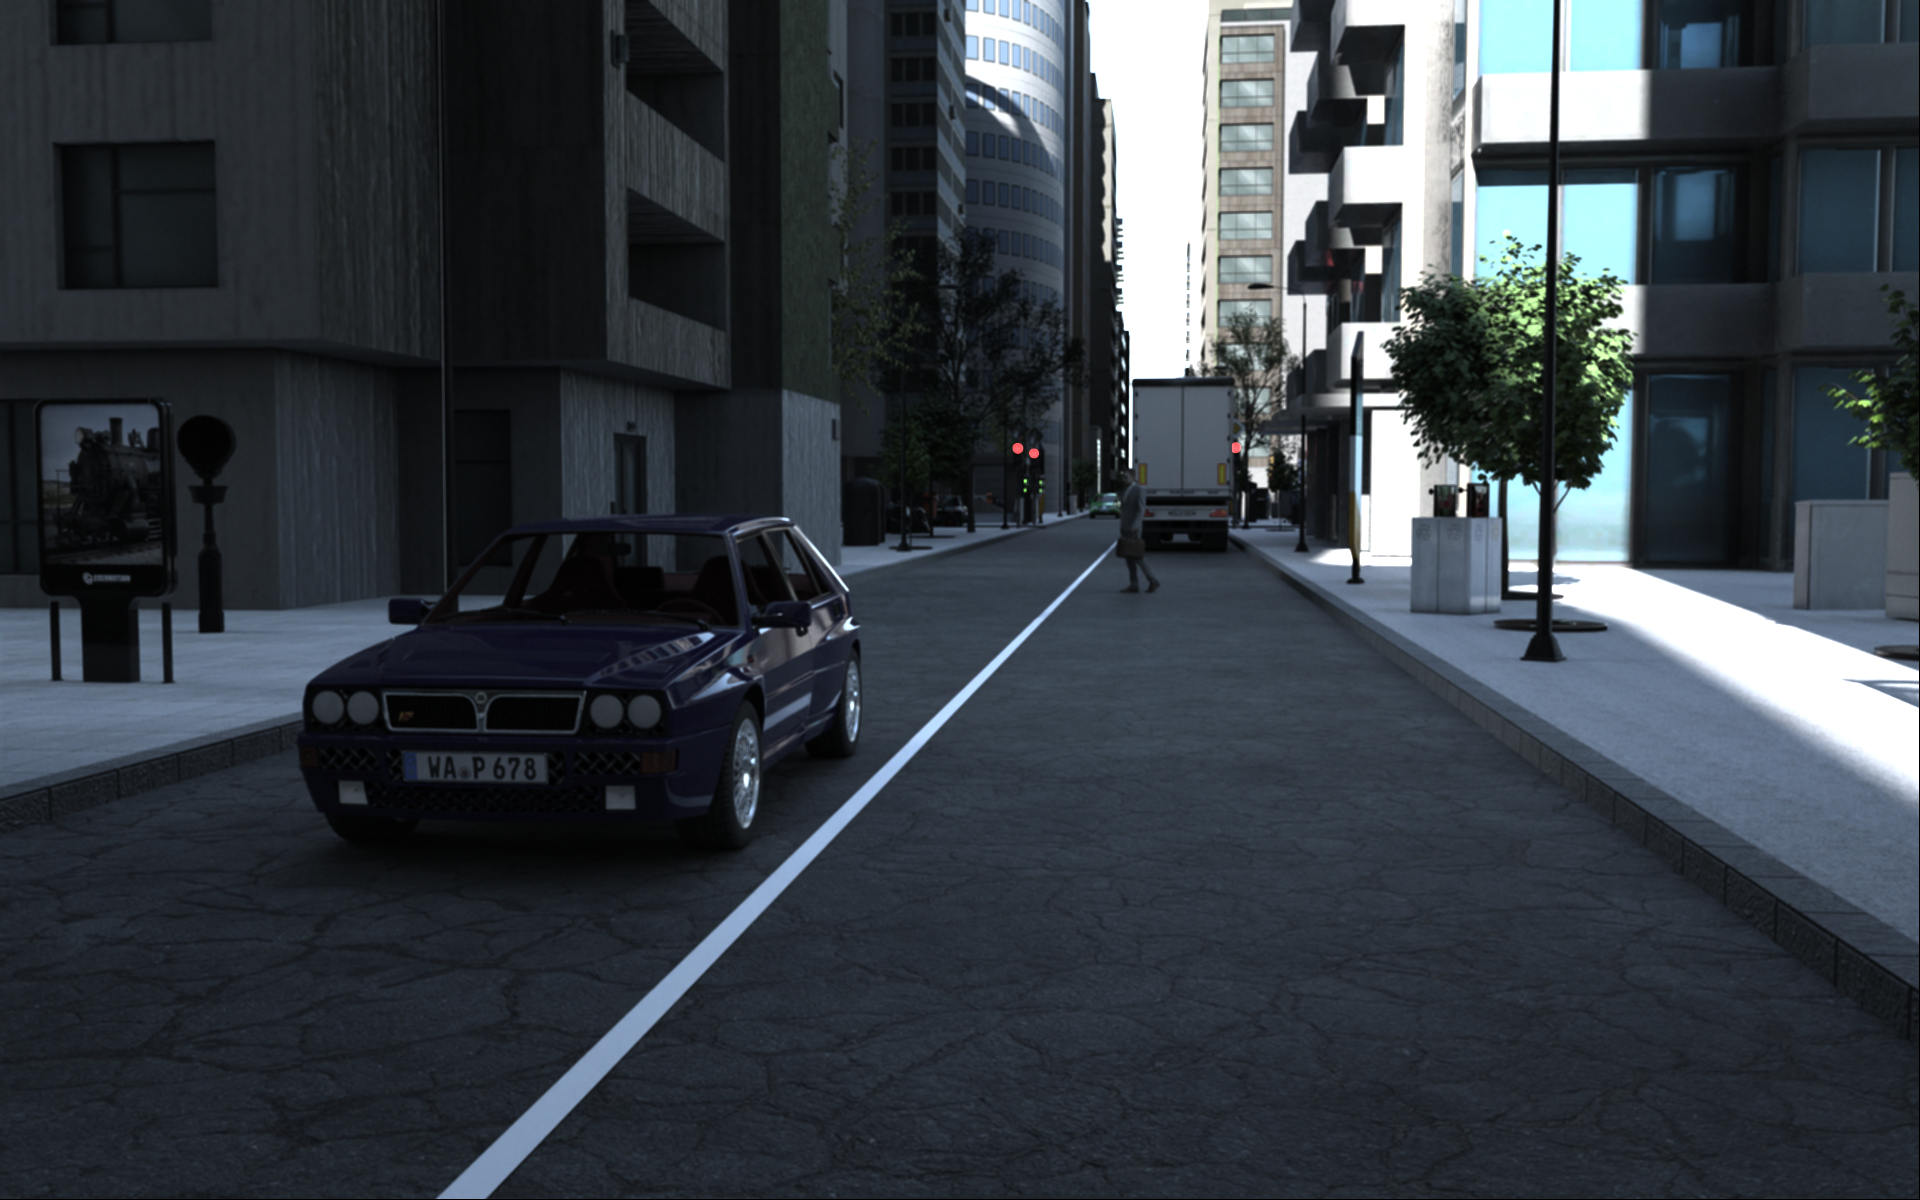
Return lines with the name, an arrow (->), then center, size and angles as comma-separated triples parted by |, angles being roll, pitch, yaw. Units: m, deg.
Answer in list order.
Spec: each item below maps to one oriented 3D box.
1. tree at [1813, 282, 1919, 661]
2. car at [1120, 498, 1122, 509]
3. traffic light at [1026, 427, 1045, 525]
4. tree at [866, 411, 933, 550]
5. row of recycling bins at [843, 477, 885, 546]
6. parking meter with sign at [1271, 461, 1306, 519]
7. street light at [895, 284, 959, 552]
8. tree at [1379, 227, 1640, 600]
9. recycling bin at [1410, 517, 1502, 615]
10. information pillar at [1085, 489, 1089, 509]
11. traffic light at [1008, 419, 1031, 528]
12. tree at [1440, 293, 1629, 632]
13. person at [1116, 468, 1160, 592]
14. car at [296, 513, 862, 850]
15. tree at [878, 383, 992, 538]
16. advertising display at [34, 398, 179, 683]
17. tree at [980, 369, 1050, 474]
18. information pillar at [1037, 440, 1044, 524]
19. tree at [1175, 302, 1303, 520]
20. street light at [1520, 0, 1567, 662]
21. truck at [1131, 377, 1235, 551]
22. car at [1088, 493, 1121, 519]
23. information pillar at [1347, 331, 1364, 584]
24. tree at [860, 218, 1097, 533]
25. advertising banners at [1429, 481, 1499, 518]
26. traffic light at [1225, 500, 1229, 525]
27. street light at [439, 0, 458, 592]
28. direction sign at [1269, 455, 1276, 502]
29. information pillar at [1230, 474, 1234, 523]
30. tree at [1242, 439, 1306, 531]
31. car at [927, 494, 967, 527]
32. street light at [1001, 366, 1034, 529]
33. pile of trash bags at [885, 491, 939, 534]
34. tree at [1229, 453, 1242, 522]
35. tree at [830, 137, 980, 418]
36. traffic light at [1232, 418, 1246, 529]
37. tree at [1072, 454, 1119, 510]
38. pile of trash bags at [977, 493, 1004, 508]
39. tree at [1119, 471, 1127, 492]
tree -> 7.786, -1.148, 13.376 | 1.663, 3.219, 1.824 | 0, 3, 0
car -> 16.041, -9.228, 162.873 | 2.014, 1.417, 4.499 | 1, 4, 9
traffic light -> 3.145, -5.121, 72.656 | 0.839, 4.253, 0.868 | 0, 4, 7
tree -> -1.108, -2.803, 40.437 | 1.663, 3.219, 1.824 | 0, 3, 0
row of recycling bins -> -2.476, -2.282, 44.423 | 1.069, 1.692, 3.534 | 0, 4, 1
parking meter with sign -> 17.225, -5.792, 90.961 | 1.738, 3.016, 0.543 | 2, 4, 32
street light -> -0.718, -4.030, 38.437 | 1.470, 5.913, 1.316 | 0, 4, 7
tree -> 6.864, -2.317, 21.591 | 4.285, 4.588, 4.351 | 0, 3, 0
recycling bin -> 5.377, -0.380, 18.770 | 0.722, 1.027, 0.722 | -3, 5, -44
information pillar -> 10.841, -8.755, 147.636 | 0.304, 2.012, 0.304 | 0, 4, -4
traffic light -> 2.205, -4.636, 64.727 | 0.839, 4.253, 0.868 | 0, 4, 7
tree -> 5.709, -1.345, 16.589 | 1.663, 3.219, 1.824 | 0, 3, 0
person -> 2.504, -1.015, 25.223 | 0.853, 1.813, 0.709 | -2, 4, -32
car -> -1.568, 0.264, 8.272 | 1.945, 1.354, 3.894 | 0, 4, 6
tree -> -0.762, -4.132, 51.267 | 4.285, 4.588, 4.351 | 0, 3, 0
advertising display -> -5.800, -0.402, 11.783 | 0.974, 1.923, 0.123 | 1, 4, 10
tree -> 2.816, -9.115, 99.389 | 4.737, 8.622, 4.395 | 0, 3, 0
information pillar -> 3.544, -5.140, 75.387 | 0.183, 3.616, 0.504 | -1, 4, -17
tree -> 13.758, -9.226, 85.261 | 8.767, 10.594, 7.601 | 0, 4, 7
street light -> 3.976, -2.492, 13.285 | 1.470, 5.913, 1.316 | 0, 4, 7
truck -> 6.015, -3.562, 47.160 | 2.839, 4.237, 11.283 | 0, 4, 7
car -> 8.579, -5.713, 102.209 | 1.959, 1.807, 4.718 | 0, 4, 6
information pillar -> 5.656, -2.041, 24.727 | 0.183, 3.616, 0.504 | 2, 4, 24
tree -> 0.462, -7.546, 57.788 | 8.767, 10.594, 7.601 | 1, 4, 10
advertising banners -> 7.435, -1.756, 24.900 | 2.074, 3.025, 0.090 | -3, 4, -37
traffic light -> 11.053, -5.065, 71.738 | 0.839, 4.253, 0.868 | 0, 4, 7
street light -> -3.711, -2.551, 14.253 | 1.470, 5.913, 1.316 | 0, 4, 7
direction sign -> 18.268, -6.622, 100.263 | 0.876, 3.537, 0.379 | -1, 4, -12
information pillar -> 12.015, -5.181, 76.067 | 0.183, 3.616, 0.504 | -1, 4, -15
tree -> 11.125, -4.016, 60.270 | 1.663, 3.219, 1.824 | 0, 3, 0
car -> -1.649, -3.583, 68.368 | 4.222, 1.686, 2.009 | 0, 4, 7
street light -> 2.191, -5.533, 63.002 | 1.470, 5.913, 1.316 | 0, 4, 7
pile of trash bags -> -1.771, -2.877, 56.787 | 1.912, 1.369, 3.447 | 2, 4, 32
tree -> 13.027, -5.222, 79.983 | 1.663, 3.219, 1.824 | 0, 3, 0
tree -> -2.832, -5.152, 34.591 | 4.737, 8.622, 4.395 | 0, 3, 0
traffic light -> 10.113, -4.580, 63.808 | 0.839, 4.253, 0.868 | 0, 4, 7
tree -> 9.927, -9.668, 141.778 | 4.285, 4.588, 4.351 | 0, 3, 0
pile of trash bags -> 1.765, -5.816, 104.850 | 1.912, 1.369, 3.447 | 0, 4, -1
tree -> 19.671, -14.411, 219.341 | 4.285, 4.588, 4.351 | 0, 3, 0
